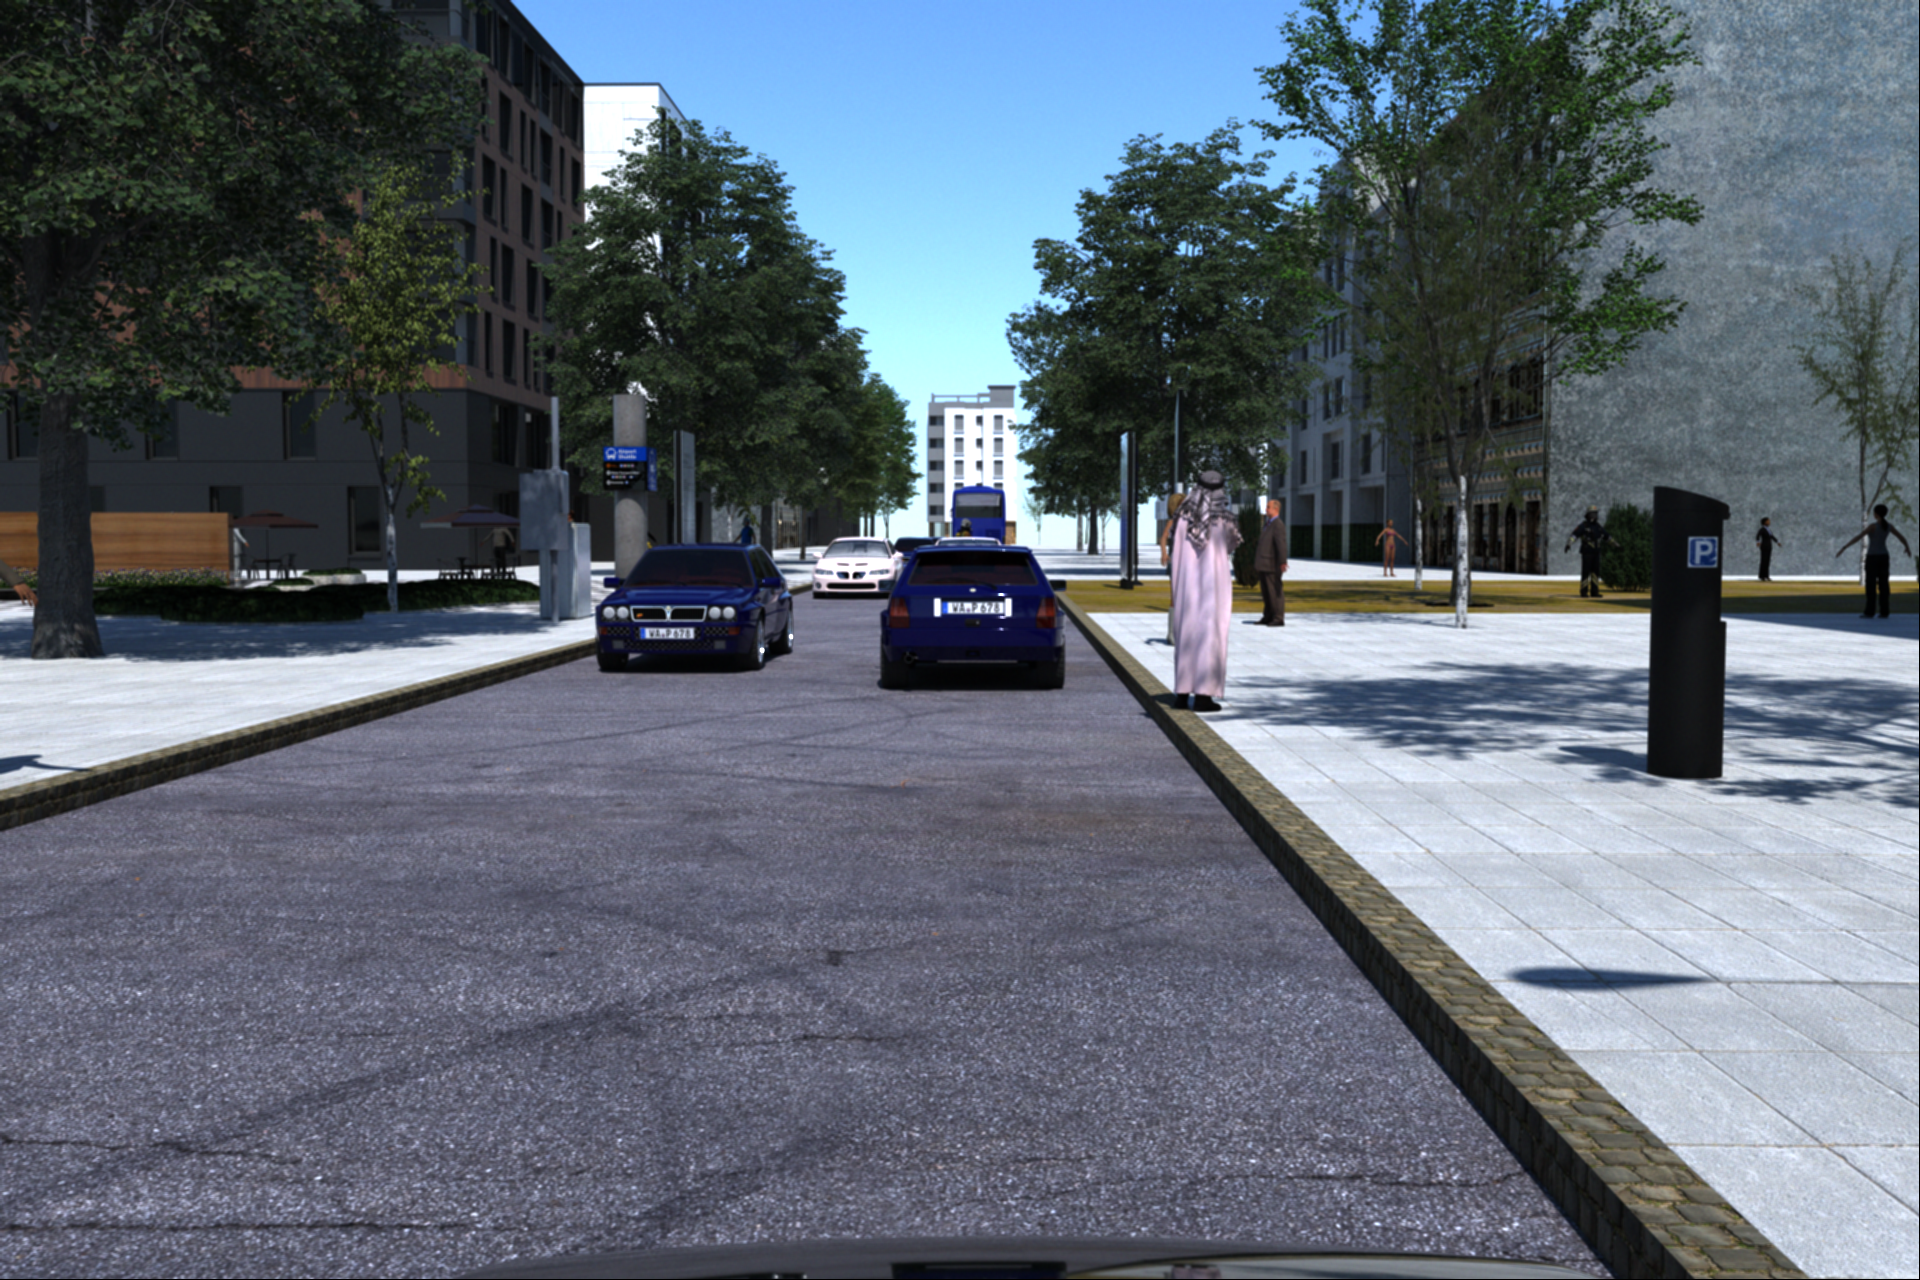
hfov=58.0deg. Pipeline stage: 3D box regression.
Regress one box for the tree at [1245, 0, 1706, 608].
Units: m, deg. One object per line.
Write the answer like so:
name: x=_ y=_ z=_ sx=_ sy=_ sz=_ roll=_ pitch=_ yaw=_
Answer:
tree: x=8.796 y=-6.390 z=30.228 sx=9.928 sy=11.665 sz=9.643 roll=0 pitch=3 yaw=0

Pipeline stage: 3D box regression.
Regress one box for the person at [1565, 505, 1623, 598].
person: x=12.738 y=-1.783 z=34.925 sx=1.354 sy=1.856 sz=0.705 roll=-1 pitch=4 yaw=-17

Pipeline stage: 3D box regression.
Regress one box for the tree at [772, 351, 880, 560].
tree: x=-7.496 y=-9.259 z=85.805 sx=7.601 sy=10.594 sz=8.767 roll=-1 pitch=4 yaw=-17

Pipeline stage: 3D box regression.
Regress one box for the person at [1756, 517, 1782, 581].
person: x=22.284 y=-2.509 z=47.751 sx=1.216 sy=1.740 sz=0.721 roll=-3 pitch=4 yaw=-37

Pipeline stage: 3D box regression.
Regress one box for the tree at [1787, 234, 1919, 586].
tree: x=22.361 y=-5.671 z=43.077 sx=4.360 sy=8.622 sz=3.978 roll=0 pitch=3 yaw=0

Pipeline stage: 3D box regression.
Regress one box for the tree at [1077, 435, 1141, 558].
tree: x=7.674 y=-8.702 z=92.637 sx=4.360 sy=8.622 sz=3.978 roll=0 pitch=3 yaw=0

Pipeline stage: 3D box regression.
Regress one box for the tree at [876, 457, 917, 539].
tree: x=-9.551 y=-18.209 z=223.465 sx=9.928 sy=11.665 sz=9.643 roll=0 pitch=3 yaw=0

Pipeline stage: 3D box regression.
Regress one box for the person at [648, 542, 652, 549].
person: x=-8.029 y=-2.283 z=43.299 sx=0.705 sy=1.833 sz=1.349 roll=-2 pitch=4 yaw=-30

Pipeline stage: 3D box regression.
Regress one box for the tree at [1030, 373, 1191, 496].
tree: x=7.891 y=-9.095 z=83.110 sx=8.767 sy=10.594 sz=7.601 roll=-3 pitch=4 yaw=-39

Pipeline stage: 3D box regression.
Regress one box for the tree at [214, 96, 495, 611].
tree: x=-9.285 y=-4.721 z=27.557 sx=4.737 sy=8.622 sz=4.395 roll=0 pitch=3 yaw=0

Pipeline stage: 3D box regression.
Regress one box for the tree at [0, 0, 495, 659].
tree: x=-9.470 y=-6.796 z=17.763 sx=9.857 sy=13.997 sz=8.962 roll=0 pitch=3 yaw=0

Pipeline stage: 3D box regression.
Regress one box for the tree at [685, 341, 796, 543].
tree: x=-8.260 y=-6.934 z=63.727 sx=4.737 sy=8.622 sz=4.395 roll=0 pitch=3 yaw=0

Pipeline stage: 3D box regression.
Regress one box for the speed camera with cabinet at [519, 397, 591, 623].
speed camera with cabinet: x=-6.015 y=-1.922 z=25.757 sx=0.660 sy=3.252 sz=2.038 roll=0 pitch=4 yaw=1

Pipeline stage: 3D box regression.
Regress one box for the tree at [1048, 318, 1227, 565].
tree: x=7.441 y=-8.415 z=71.994 sx=8.767 sy=10.594 sz=7.601 roll=2 pitch=4 yaw=23

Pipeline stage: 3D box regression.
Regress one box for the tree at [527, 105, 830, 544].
tree: x=-8.595 y=-8.982 z=53.513 sx=9.857 sy=13.997 sz=8.962 roll=0 pitch=3 yaw=0

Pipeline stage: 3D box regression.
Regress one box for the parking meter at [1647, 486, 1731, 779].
parking meter: x=3.866 y=-0.048 z=9.198 sx=0.372 sy=1.533 sz=0.369 roll=0 pitch=3 yaw=0

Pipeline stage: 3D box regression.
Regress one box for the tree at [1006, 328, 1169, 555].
tree: x=7.924 y=-12.079 z=104.149 sx=9.857 sy=13.997 sz=8.962 roll=0 pitch=3 yaw=0

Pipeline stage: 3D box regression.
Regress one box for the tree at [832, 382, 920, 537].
tree: x=-6.304 y=-11.752 z=117.907 sx=9.928 sy=11.665 sz=9.643 roll=0 pitch=3 yaw=0

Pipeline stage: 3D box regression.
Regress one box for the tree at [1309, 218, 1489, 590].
tree: x=10.782 y=-5.464 z=39.706 sx=4.360 sy=8.622 sz=3.978 roll=0 pitch=3 yaw=0

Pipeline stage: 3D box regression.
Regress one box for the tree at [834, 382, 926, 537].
tree: x=-6.297 y=-12.934 z=129.591 sx=7.486 sy=12.596 sz=7.792 roll=0 pitch=3 yaw=0

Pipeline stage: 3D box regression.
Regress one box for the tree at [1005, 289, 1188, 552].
tree: x=9.855 y=-16.410 z=124.197 sx=12.611 sy=20.169 sz=13.585 roll=0 pitch=3 yaw=0

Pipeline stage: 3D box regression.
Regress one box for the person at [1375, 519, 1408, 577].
person: x=13.004 y=-2.778 z=52.227 sx=1.217 sy=1.733 sz=0.721 roll=-2 pitch=4 yaw=-26

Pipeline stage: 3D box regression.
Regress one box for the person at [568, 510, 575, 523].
person: x=-8.401 y=-1.893 z=37.225 sx=0.705 sy=1.796 sz=1.348 roll=0 pitch=4 yaw=-4

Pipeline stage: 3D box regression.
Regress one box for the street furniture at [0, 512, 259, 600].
street furniture: x=-19.489 y=-1.786 z=36.059 sx=9.812 sy=1.723 sz=11.010 roll=-1 pitch=4 yaw=-20

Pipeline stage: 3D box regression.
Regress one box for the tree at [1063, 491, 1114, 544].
tree: x=16.741 y=-17.758 z=224.748 sx=7.601 sy=10.594 sz=8.767 roll=0 pitch=4 yaw=-4

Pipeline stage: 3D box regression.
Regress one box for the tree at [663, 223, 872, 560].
tree: x=-8.221 y=-10.158 z=72.736 sx=9.857 sy=13.997 sz=8.962 roll=0 pitch=3 yaw=0

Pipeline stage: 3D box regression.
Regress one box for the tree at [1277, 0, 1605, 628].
tree: x=7.039 y=-4.473 z=23.491 sx=4.360 sy=8.622 sz=3.978 roll=0 pitch=3 yaw=0

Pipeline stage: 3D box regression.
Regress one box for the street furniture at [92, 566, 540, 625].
street furniture: x=-10.719 y=-0.847 z=29.469 sx=5.734 sy=0.657 sz=10.072 roll=1 pitch=4 yaw=12

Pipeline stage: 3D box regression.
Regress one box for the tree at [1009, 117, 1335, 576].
tree: x=6.602 y=-8.965 z=53.228 sx=9.857 sy=13.997 sz=8.962 roll=0 pitch=3 yaw=0

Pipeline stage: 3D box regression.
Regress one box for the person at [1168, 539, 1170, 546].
person: x=7.223 y=-3.010 z=55.404 sx=1.347 sy=1.806 sz=0.705 roll=-1 pitch=4 yaw=-19

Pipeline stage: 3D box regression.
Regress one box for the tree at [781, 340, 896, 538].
tree: x=-7.305 y=-11.207 z=101.362 sx=7.486 sy=12.596 sz=7.792 roll=0 pitch=3 yaw=0

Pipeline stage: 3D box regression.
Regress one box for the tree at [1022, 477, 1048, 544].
tree: x=10.320 y=-16.470 z=219.651 sx=4.360 sy=8.622 sz=3.978 roll=0 pitch=3 yaw=0

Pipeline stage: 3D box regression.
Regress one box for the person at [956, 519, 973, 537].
person: x=0.180 y=-2.442 z=48.149 sx=0.705 sy=1.858 sz=1.354 roll=-2 pitch=4 yaw=-28
